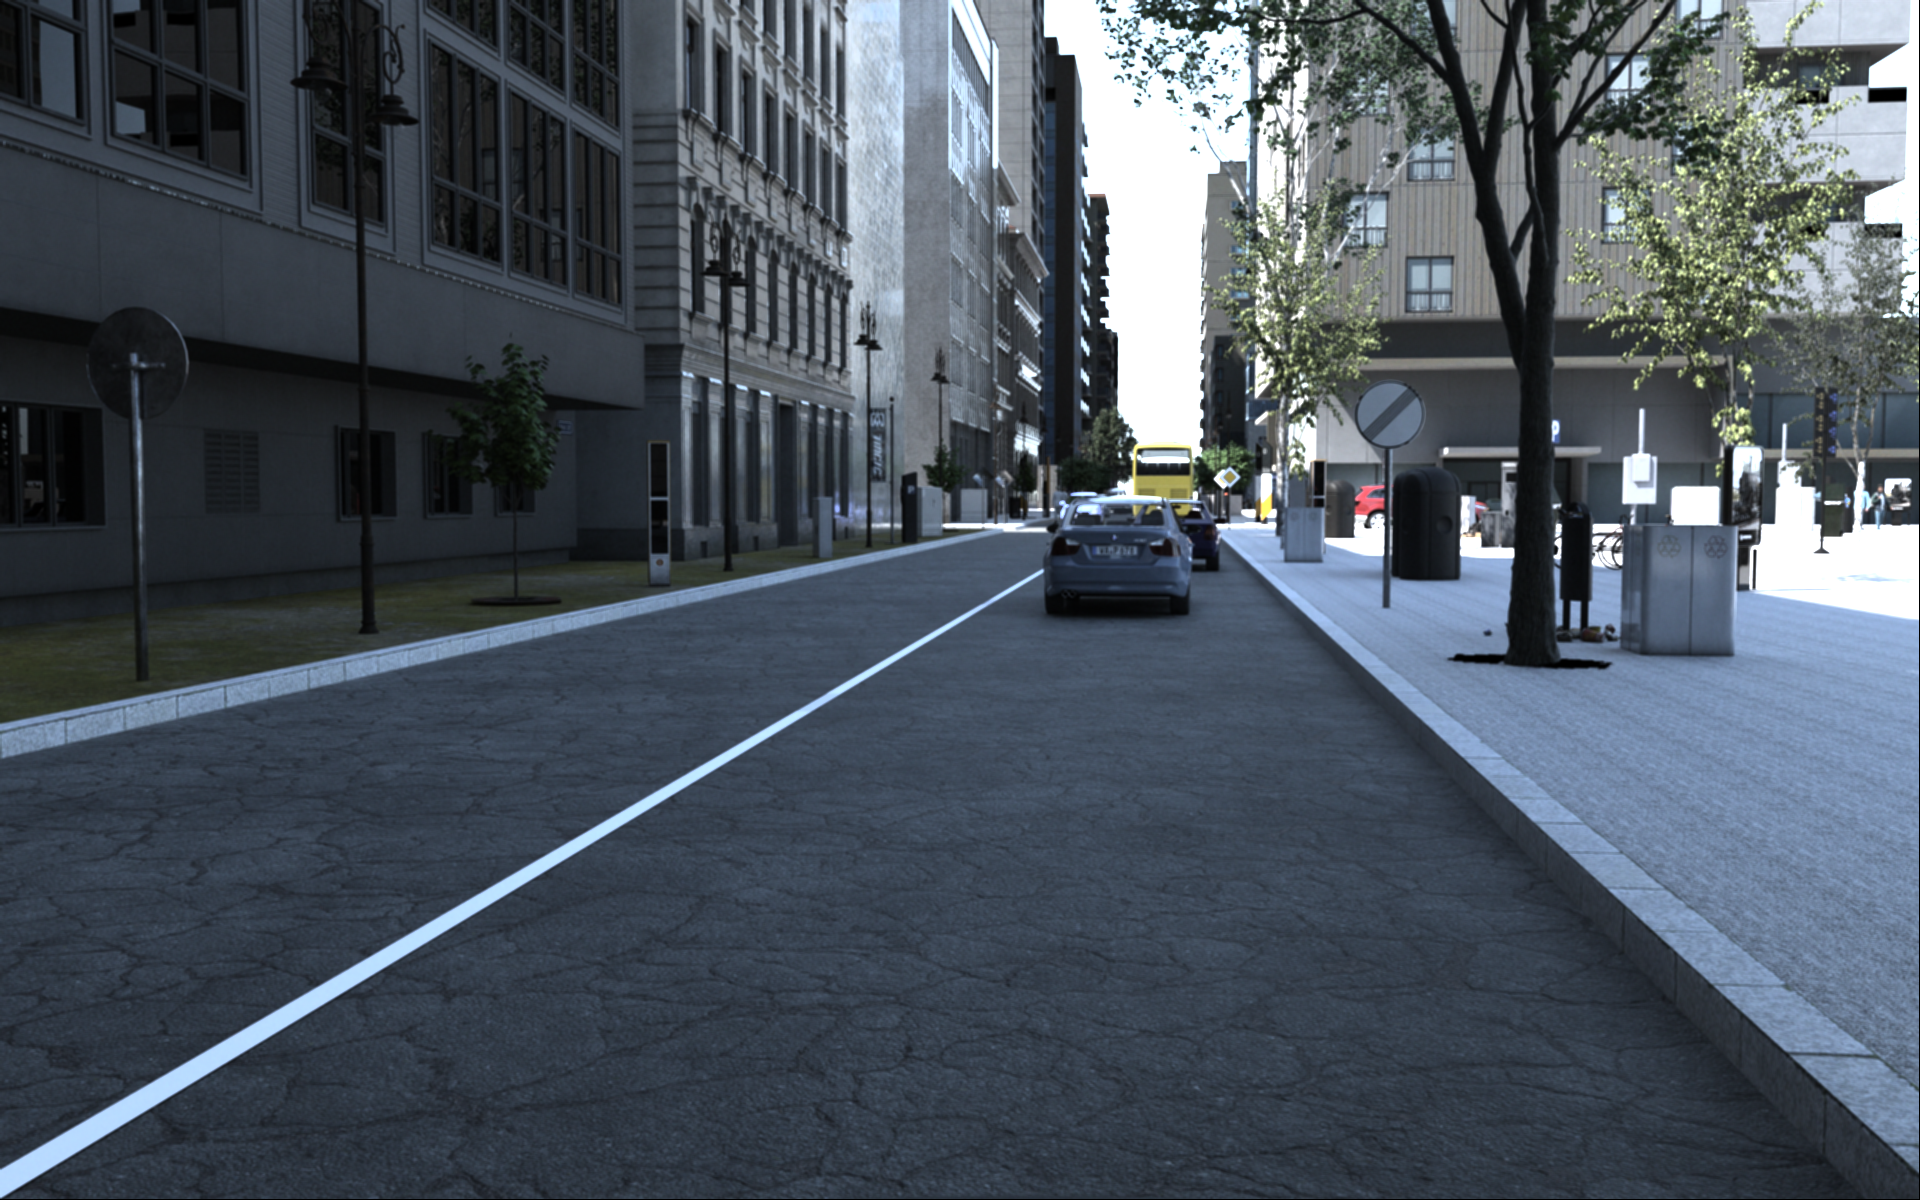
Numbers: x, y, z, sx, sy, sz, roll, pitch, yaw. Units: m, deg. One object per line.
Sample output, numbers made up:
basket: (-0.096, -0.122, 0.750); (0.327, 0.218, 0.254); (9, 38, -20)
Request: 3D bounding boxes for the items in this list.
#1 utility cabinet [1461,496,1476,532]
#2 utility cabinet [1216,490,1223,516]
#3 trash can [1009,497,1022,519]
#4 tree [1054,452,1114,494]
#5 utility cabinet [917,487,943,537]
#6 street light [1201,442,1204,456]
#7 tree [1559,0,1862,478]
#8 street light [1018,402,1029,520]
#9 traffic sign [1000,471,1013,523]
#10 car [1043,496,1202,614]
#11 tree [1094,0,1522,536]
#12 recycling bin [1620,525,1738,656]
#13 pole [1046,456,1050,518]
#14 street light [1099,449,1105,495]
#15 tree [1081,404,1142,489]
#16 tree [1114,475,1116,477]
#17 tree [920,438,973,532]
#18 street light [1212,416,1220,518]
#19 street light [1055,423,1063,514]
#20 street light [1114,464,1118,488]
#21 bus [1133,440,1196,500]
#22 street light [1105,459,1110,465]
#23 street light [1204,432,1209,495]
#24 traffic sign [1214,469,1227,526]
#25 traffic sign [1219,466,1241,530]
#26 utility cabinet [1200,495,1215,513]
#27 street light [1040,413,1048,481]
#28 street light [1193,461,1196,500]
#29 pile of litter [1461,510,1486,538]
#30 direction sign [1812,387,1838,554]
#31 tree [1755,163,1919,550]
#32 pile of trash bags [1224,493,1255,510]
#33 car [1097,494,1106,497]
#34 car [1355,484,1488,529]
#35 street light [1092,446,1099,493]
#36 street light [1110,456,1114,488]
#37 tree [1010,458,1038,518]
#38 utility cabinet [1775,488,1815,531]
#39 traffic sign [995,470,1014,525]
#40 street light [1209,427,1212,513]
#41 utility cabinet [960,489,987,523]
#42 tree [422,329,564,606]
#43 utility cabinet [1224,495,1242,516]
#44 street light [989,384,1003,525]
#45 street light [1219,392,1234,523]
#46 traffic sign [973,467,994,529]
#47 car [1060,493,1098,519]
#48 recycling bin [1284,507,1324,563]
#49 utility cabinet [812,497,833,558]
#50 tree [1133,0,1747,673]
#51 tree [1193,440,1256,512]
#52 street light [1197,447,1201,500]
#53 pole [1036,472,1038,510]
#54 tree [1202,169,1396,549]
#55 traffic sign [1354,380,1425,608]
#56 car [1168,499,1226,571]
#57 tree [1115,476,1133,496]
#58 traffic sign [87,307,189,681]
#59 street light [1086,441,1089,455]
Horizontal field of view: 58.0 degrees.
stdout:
utility cabinet: (17.093, -2.919, 58.895); (0.306, 1.237, 1.020); (-2, 4, -24)
utility cabinet: (15.232, -5.670, 101.382); (0.318, 1.500, 1.173); (1, 4, 16)
trash can: (2.870, -4.809, 90.281); (0.748, 1.137, 0.748); (0, 3, 0)
tree: (8.896, -9.153, 133.369); (4.285, 4.588, 4.351); (0, 3, 0)
utility cabinet: (-0.937, -2.623, 51.570); (0.318, 1.500, 1.173); (2, 4, 30)
street light: (18.506, -9.595, 129.658); (0.468, 5.910, 1.993); (0, 4, 7)
tree: (11.210, -4.597, 25.524); (4.737, 8.622, 4.395); (0, 3, 0)
street light: (3.160, -6.896, 85.543); (0.468, 5.910, 1.993); (0, 4, 7)
traffic sign: (2.038, -4.512, 75.901); (0.606, 2.300, 0.079); (1, 4, 9)
car: (2.058, -0.611, 21.987); (2.014, 1.417, 4.499); (0, 4, 8)
tree: (11.232, -11.982, 51.788); (12.611, 20.169, 13.585); (0, 3, 0)
recycling bin: (5.822, -0.092, 14.054); (0.722, 1.027, 0.722); (0, 4, 7)
pole: (4.760, -6.104, 93.645); (0.158, 3.312, 0.155); (0, 3, 0)
street light: (14.039, -12.311, 174.078); (0.468, 5.910, 1.993); (0, 4, 7)
tree: (19.554, -18.629, 221.586); (9.611, 12.733, 9.660); (0, 3, 0)
tree: (11.619, -10.650, 157.842); (4.285, 4.588, 4.351); (0, 3, 0)
tree: (-0.639, -3.973, 59.555); (1.663, 3.219, 1.824); (0, 3, 0)
street light: (13.520, -7.175, 90.092); (0.468, 5.910, 1.993); (0, 4, 7)
street light: (6.344, -8.473, 111.317); (0.468, 5.910, 1.993); (0, 4, 7)
street light: (18.872, -14.691, 212.991); (0.468, 5.910, 1.993); (0, 4, 7)
bus: (9.258, -5.316, 78.471); (2.896, 3.916, 12.252); (0, 4, 7)
street light: (15.642, -13.099, 186.964); (0.468, 5.910, 1.993); (0, 4, 7)
street light: (16.846, -8.784, 116.407); (0.468, 5.910, 1.993); (0, 4, 7)
traffic sign: (10.653, -4.064, 70.087); (0.795, 2.450, 0.064); (0, 4, 7)
traffic sign: (9.677, -3.579, 62.162); (0.795, 2.450, 0.064); (0, 4, 7)
utility cabinet: (17.150, -6.654, 119.957); (1.020, 1.237, 0.306); (2, 4, 26)
street light: (4.793, -7.684, 98.425); (0.468, 5.910, 1.993); (0, 4, 7)
street light: (23.131, -11.937, 167.962); (0.468, 5.910, 1.993); (0, 4, 7)
pile of litter: (15.370, -2.224, 50.321); (1.719, 0.858, 1.176); (2, 4, 34)
direction sign: (18.403, -2.746, 36.892); (0.876, 3.537, 0.379); (-3, 4, -35)
tree: (20.476, -5.448, 39.432); (4.360, 8.622, 3.978); (0, 3, 0)
pile of trash bags: (22.586, -8.039, 141.191); (1.912, 1.369, 3.447); (-2, 4, -26)
car: (8.427, -5.847, 107.606); (2.014, 1.417, 4.499); (0, 4, 7)
car: (17.103, -3.433, 64.805); (5.304, 1.827, 2.281); (0, 4, 7)
street light: (12.445, -11.523, 161.191); (0.468, 5.910, 1.993); (0, 4, 7)
street light: (17.187, -13.888, 199.856); (0.468, 5.910, 1.993); (0, 4, 7)
tree: (3.567, -5.949, 91.869); (1.663, 3.219, 1.824); (0, 3, 0)
utility cabinet: (28.540, -3.089, 59.184); (0.318, 1.500, 1.173); (-3, 5, -42)
traffic sign: (1.828, -4.131, 71.191); (0.795, 2.450, 0.064); (0, 4, 7)
street light: (15.209, -7.962, 102.967); (0.468, 5.910, 1.993); (0, 4, 7)
utility cabinet: (0.607, -4.148, 76.497); (1.173, 1.500, 0.318); (0, 4, -6)
tree: (-5.163, -1.575, 20.347); (1.663, 3.219, 1.824); (0, 3, 0)
utility cabinet: (16.300, -5.635, 103.293); (1.020, 1.237, 0.306); (-1, 4, -14)
street light: (1.485, -6.053, 71.747); (0.468, 5.910, 1.993); (0, 4, 7)
street light: (11.960, -6.386, 77.201); (0.468, 5.910, 1.993); (0, 4, 7)
traffic sign: (0.852, -3.647, 63.266); (0.795, 2.450, 0.064); (0, 4, 7)
car: (5.300, -3.973, 74.546); (1.945, 1.707, 3.694); (0, 4, 8)
recycling bin: (6.524, -1.241, 32.839); (0.722, 1.027, 0.722); (1, 4, 11)
utility cabinet: (-2.805, -1.470, 35.195); (0.306, 1.237, 1.020); (-1, 4, -12)
tree: (4.134, -5.318, 12.707); (9.928, 11.665, 9.643); (0, 3, 0)
tree: (16.292, -7.773, 110.800); (4.285, 4.588, 4.351); (0, 3, 0)
street light: (20.216, -10.483, 144.191); (0.468, 5.910, 1.993); (0, 4, 7)
pole: (6.336, -9.142, 143.318); (0.158, 3.312, 0.155); (0, 3, 0)
tree: (7.798, -5.491, 40.137); (4.737, 8.622, 4.395); (0, 3, 0)
traffic sign: (4.814, -1.185, 19.473); (0.768, 2.556, 0.104); (1, 4, 10)
car: (4.202, -1.296, 33.762); (1.945, 1.354, 3.894); (1, 4, 9)
tree: (24.978, -19.105, 262.723); (4.360, 8.622, 3.978); (0, 3, 0)
traffic sign: (-5.617, -0.717, 11.823); (0.768, 2.556, 0.104); (1, 4, 11)
street light: (10.750, -10.702, 147.768); (0.468, 5.910, 1.993); (0, 4, 7)
